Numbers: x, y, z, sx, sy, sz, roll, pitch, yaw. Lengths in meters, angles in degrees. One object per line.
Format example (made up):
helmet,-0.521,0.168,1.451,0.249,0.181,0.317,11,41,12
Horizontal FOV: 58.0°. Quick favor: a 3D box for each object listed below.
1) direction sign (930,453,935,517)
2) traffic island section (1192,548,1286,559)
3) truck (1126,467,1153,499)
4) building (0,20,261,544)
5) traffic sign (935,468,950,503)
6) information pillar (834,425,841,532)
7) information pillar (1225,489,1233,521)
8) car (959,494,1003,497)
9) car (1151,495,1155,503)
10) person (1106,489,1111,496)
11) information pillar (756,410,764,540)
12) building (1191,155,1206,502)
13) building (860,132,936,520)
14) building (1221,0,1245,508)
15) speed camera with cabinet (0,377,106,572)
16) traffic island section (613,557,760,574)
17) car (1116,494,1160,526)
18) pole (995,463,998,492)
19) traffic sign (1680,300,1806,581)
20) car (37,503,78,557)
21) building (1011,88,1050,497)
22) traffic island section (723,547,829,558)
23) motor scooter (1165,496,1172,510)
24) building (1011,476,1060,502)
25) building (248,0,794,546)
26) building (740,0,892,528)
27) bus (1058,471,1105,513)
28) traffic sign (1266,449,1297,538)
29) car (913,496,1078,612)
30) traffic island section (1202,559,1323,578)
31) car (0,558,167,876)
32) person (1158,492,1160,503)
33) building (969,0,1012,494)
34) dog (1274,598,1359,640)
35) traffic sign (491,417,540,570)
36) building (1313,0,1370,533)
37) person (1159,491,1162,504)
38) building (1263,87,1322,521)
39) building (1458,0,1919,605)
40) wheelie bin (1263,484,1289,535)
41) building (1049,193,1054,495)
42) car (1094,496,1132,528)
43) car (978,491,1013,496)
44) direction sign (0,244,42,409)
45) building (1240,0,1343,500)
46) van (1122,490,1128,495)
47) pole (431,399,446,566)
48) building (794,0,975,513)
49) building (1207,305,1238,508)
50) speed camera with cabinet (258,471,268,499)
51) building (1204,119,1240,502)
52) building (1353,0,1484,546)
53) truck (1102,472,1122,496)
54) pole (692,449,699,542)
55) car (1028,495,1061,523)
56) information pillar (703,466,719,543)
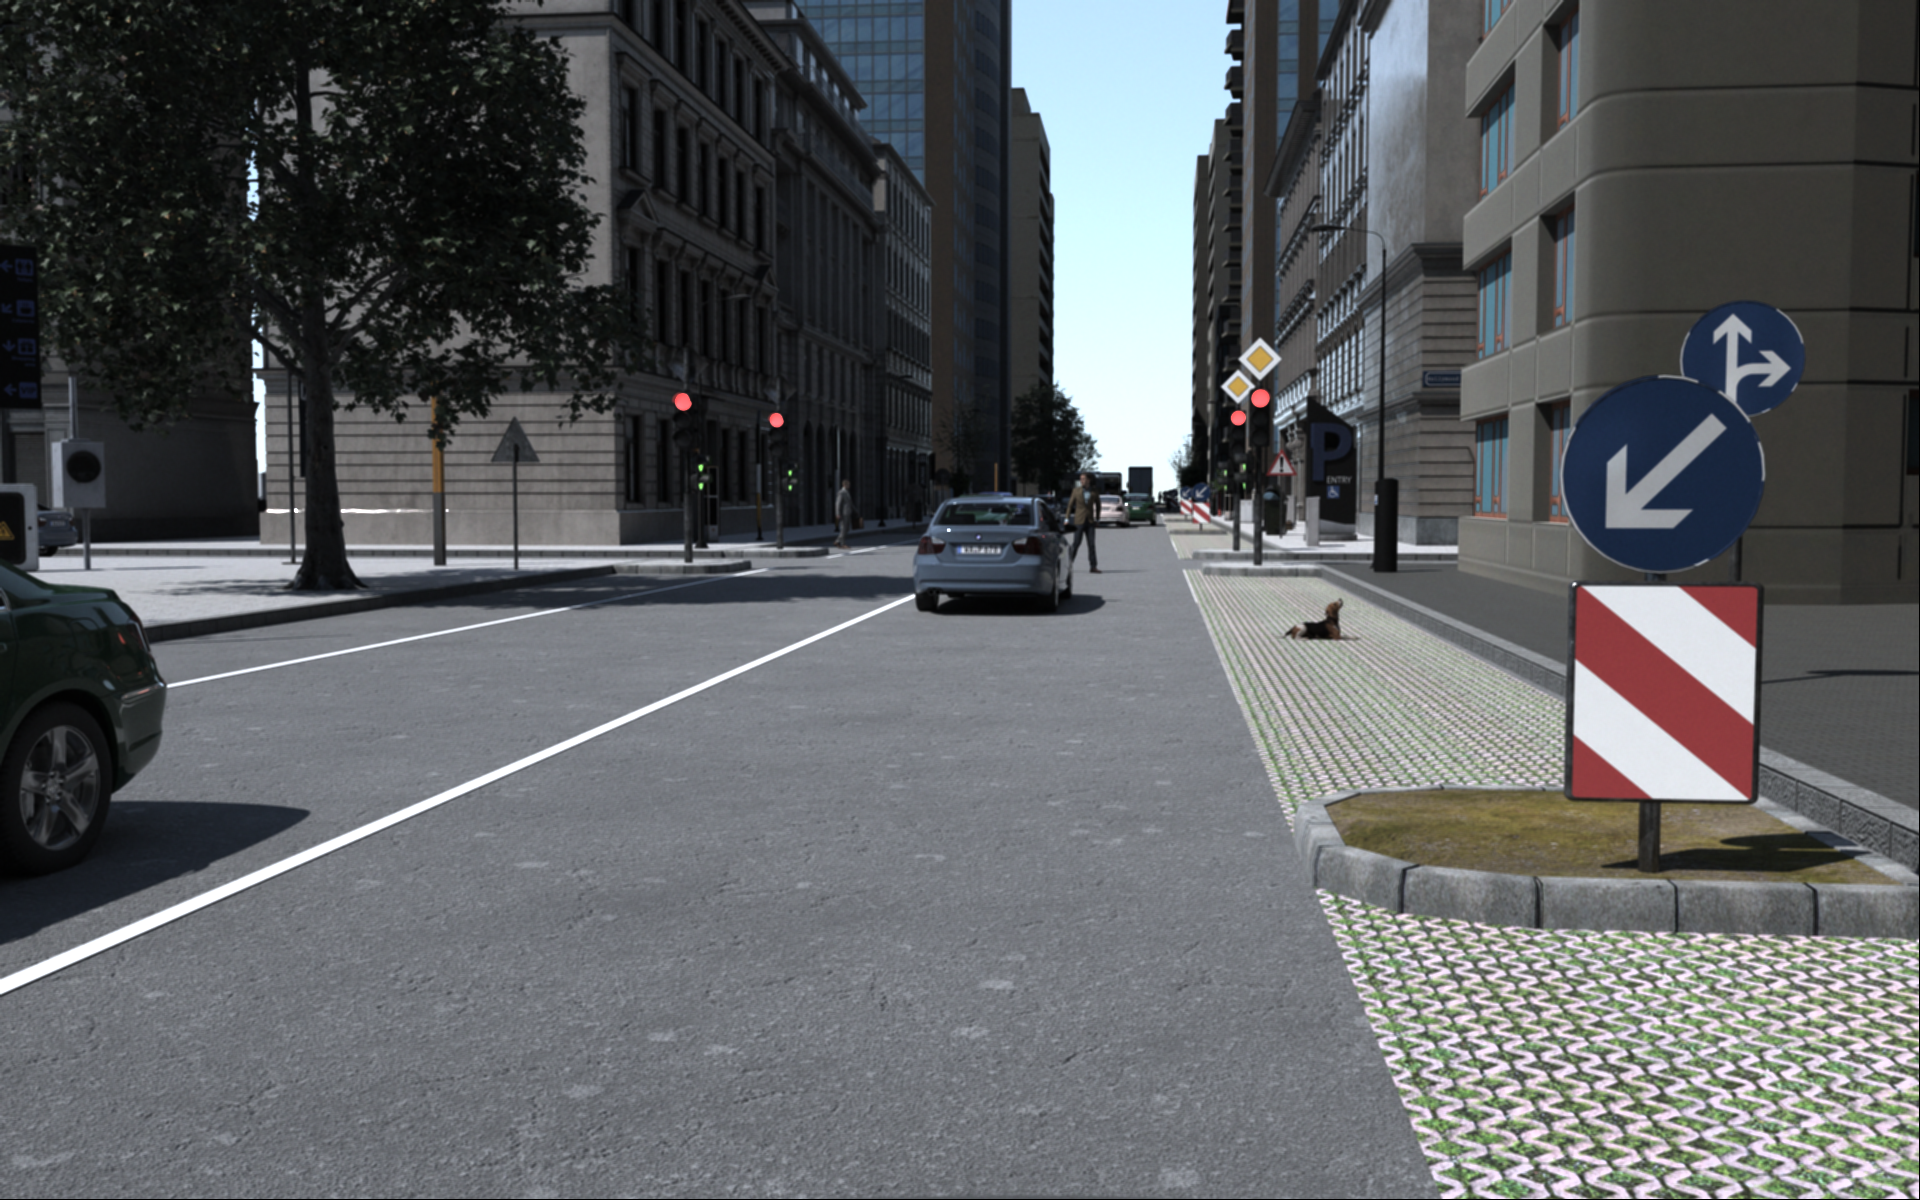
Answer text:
direction sign,-1.496,-6.315,95.249,0.379,3.537,0.876,-1,4,-17
traffic island section,6.269,-1.031,39.140,2.009,0.180,2.903,0,4,6
truck,19.005,-11.860,182.822,2.839,4.237,11.283,0,4,5
building,-31.135,-12.259,49.585,18.267,20.994,9.793,0,4,6
traffic sign,-0.862,-5.239,85.765,0.768,2.556,0.104,1,4,13
information pillar,-4.167,-4.128,58.852,0.183,3.616,0.504,0,4,3
information pillar,12.978,-4.836,83.561,0.304,2.012,0.304,3,5,43
car,0.587,-2.206,47.863,2.131,1.459,4.920,0,4,5
car,28.084,-14.992,257.691,1.945,1.354,3.894,0,4,7
person,10.924,-7.213,126.296,0.599,1.838,0.709,3,5,40
information pillar,-5.555,-3.457,47.882,0.183,3.616,0.504,0,4,-1
building,42.421,-37.345,234.298,21.300,48.544,21.600,0,4,6
building,-7.278,-15.052,95.247,9.793,20.994,18.267,0,4,6
building,32.900,-29.796,141.785,22.147,44.769,28.867,0,4,6
speed camera with cabinet,-15.359,-2.104,28.733,2.038,3.252,0.660,-3,5,-43
traffic island section,-5.090,-0.617,32.370,2.009,0.180,2.903,0,4,6
car,8.075,-4.132,79.349,2.131,1.459,4.920,0,4,6
pole,2.406,-7.330,113.695,0.158,3.312,0.155,0,3,0
traffic sign,5.166,-0.698,11.511,0.768,2.556,0.104,1,4,13
car,-22.050,-1.622,38.524,4.499,1.417,2.014,0,4,7
building,-0.300,-35.959,211.623,21.300,48.544,21.600,0,4,6
traffic island section,-4.207,-1.102,40.306,2.009,0.180,2.903,0,4,6
motor scooter,17.967,-8.327,148.930,0.815,1.314,1.986,1,4,8
building,-1.463,-34.127,249.864,32.217,40.220,23.993,0,4,6
building,-12.135,-11.459,51.987,10.561,19.102,19.286,0,4,6
building,-11.276,-14.211,74.154,13.314,21.916,24.055,0,4,6
bus,9.611,-8.556,134.757,2.948,3.499,13.247,0,4,8
traffic sign,9.279,-3.058,50.008,0.884,2.594,0.081,1,4,12
car,0.492,-0.637,22.419,2.014,1.417,4.499,0,4,7
traffic island section,5.386,-0.546,31.204,2.009,0.180,2.903,0,4,6
car,-4.466,0.396,5.326,2.131,1.459,4.920,0,4,7
person,30.665,-15.736,266.590,0.445,1.727,0.742,0,4,8
building,-7.313,-36.820,144.010,21.231,58.520,28.212,0,4,6
dog,3.507,0.192,17.059,0.550,0.427,0.748,-3,5,-40
traffic sign,-7.487,-1.782,29.147,0.884,2.594,0.081,1,4,12
building,18.506,-13.063,62.730,9.793,20.994,18.267,0,4,6
person,27.787,-14.138,239.530,0.599,1.838,0.709,2,4,31
building,21.499,-14.750,92.071,10.553,20.767,40.483,0,4,6
building,20.525,-10.251,12.649,27.650,21.520,28.899,0,4,6
wheelie bin,9.857,-2.827,54.128,0.693,1.594,0.980,1,4,23
building,5.032,-33.386,229.454,14.154,41.232,14.086,0,4,6
car,6.319,-3.806,74.597,2.083,1.381,4.827,0,4,8
car,1.101,-2.804,55.439,1.945,1.707,3.694,0,4,4
direction sign,-8.807,-1.450,15.704,0.876,3.537,0.379,-3,4,-38
building,27.053,-28.788,120.791,14.600,45.320,14.200,0,4,6
van,24.757,-15.956,265.262,2.240,2.365,5.245,0,4,7
pole,-9.336,-2.273,31.004,0.158,3.312,0.155,0,3,0
building,-6.551,-28.900,122.632,14.600,45.320,14.200,0,4,6
building,38.964,-19.954,171.288,27.650,21.520,28.899,0,4,6
speed camera with cabinet,-27.810,-4.714,71.402,2.038,3.252,0.660,-3,4,-38
building,41.515,-36.025,212.706,21.300,48.544,21.600,0,4,6
building,28.744,-13.853,45.587,34.723,24.649,14.460,0,4,6
truck,19.871,-14.568,227.103,2.839,4.237,11.283,0,4,7
pole,-6.972,-3.181,45.859,0.158,3.312,0.155,0,3,0
car,3.958,-4.453,84.812,2.014,1.417,4.499,0,4,8
information pillar,-6.596,-2.531,45.877,0.304,2.012,0.304,-2,4,-32
